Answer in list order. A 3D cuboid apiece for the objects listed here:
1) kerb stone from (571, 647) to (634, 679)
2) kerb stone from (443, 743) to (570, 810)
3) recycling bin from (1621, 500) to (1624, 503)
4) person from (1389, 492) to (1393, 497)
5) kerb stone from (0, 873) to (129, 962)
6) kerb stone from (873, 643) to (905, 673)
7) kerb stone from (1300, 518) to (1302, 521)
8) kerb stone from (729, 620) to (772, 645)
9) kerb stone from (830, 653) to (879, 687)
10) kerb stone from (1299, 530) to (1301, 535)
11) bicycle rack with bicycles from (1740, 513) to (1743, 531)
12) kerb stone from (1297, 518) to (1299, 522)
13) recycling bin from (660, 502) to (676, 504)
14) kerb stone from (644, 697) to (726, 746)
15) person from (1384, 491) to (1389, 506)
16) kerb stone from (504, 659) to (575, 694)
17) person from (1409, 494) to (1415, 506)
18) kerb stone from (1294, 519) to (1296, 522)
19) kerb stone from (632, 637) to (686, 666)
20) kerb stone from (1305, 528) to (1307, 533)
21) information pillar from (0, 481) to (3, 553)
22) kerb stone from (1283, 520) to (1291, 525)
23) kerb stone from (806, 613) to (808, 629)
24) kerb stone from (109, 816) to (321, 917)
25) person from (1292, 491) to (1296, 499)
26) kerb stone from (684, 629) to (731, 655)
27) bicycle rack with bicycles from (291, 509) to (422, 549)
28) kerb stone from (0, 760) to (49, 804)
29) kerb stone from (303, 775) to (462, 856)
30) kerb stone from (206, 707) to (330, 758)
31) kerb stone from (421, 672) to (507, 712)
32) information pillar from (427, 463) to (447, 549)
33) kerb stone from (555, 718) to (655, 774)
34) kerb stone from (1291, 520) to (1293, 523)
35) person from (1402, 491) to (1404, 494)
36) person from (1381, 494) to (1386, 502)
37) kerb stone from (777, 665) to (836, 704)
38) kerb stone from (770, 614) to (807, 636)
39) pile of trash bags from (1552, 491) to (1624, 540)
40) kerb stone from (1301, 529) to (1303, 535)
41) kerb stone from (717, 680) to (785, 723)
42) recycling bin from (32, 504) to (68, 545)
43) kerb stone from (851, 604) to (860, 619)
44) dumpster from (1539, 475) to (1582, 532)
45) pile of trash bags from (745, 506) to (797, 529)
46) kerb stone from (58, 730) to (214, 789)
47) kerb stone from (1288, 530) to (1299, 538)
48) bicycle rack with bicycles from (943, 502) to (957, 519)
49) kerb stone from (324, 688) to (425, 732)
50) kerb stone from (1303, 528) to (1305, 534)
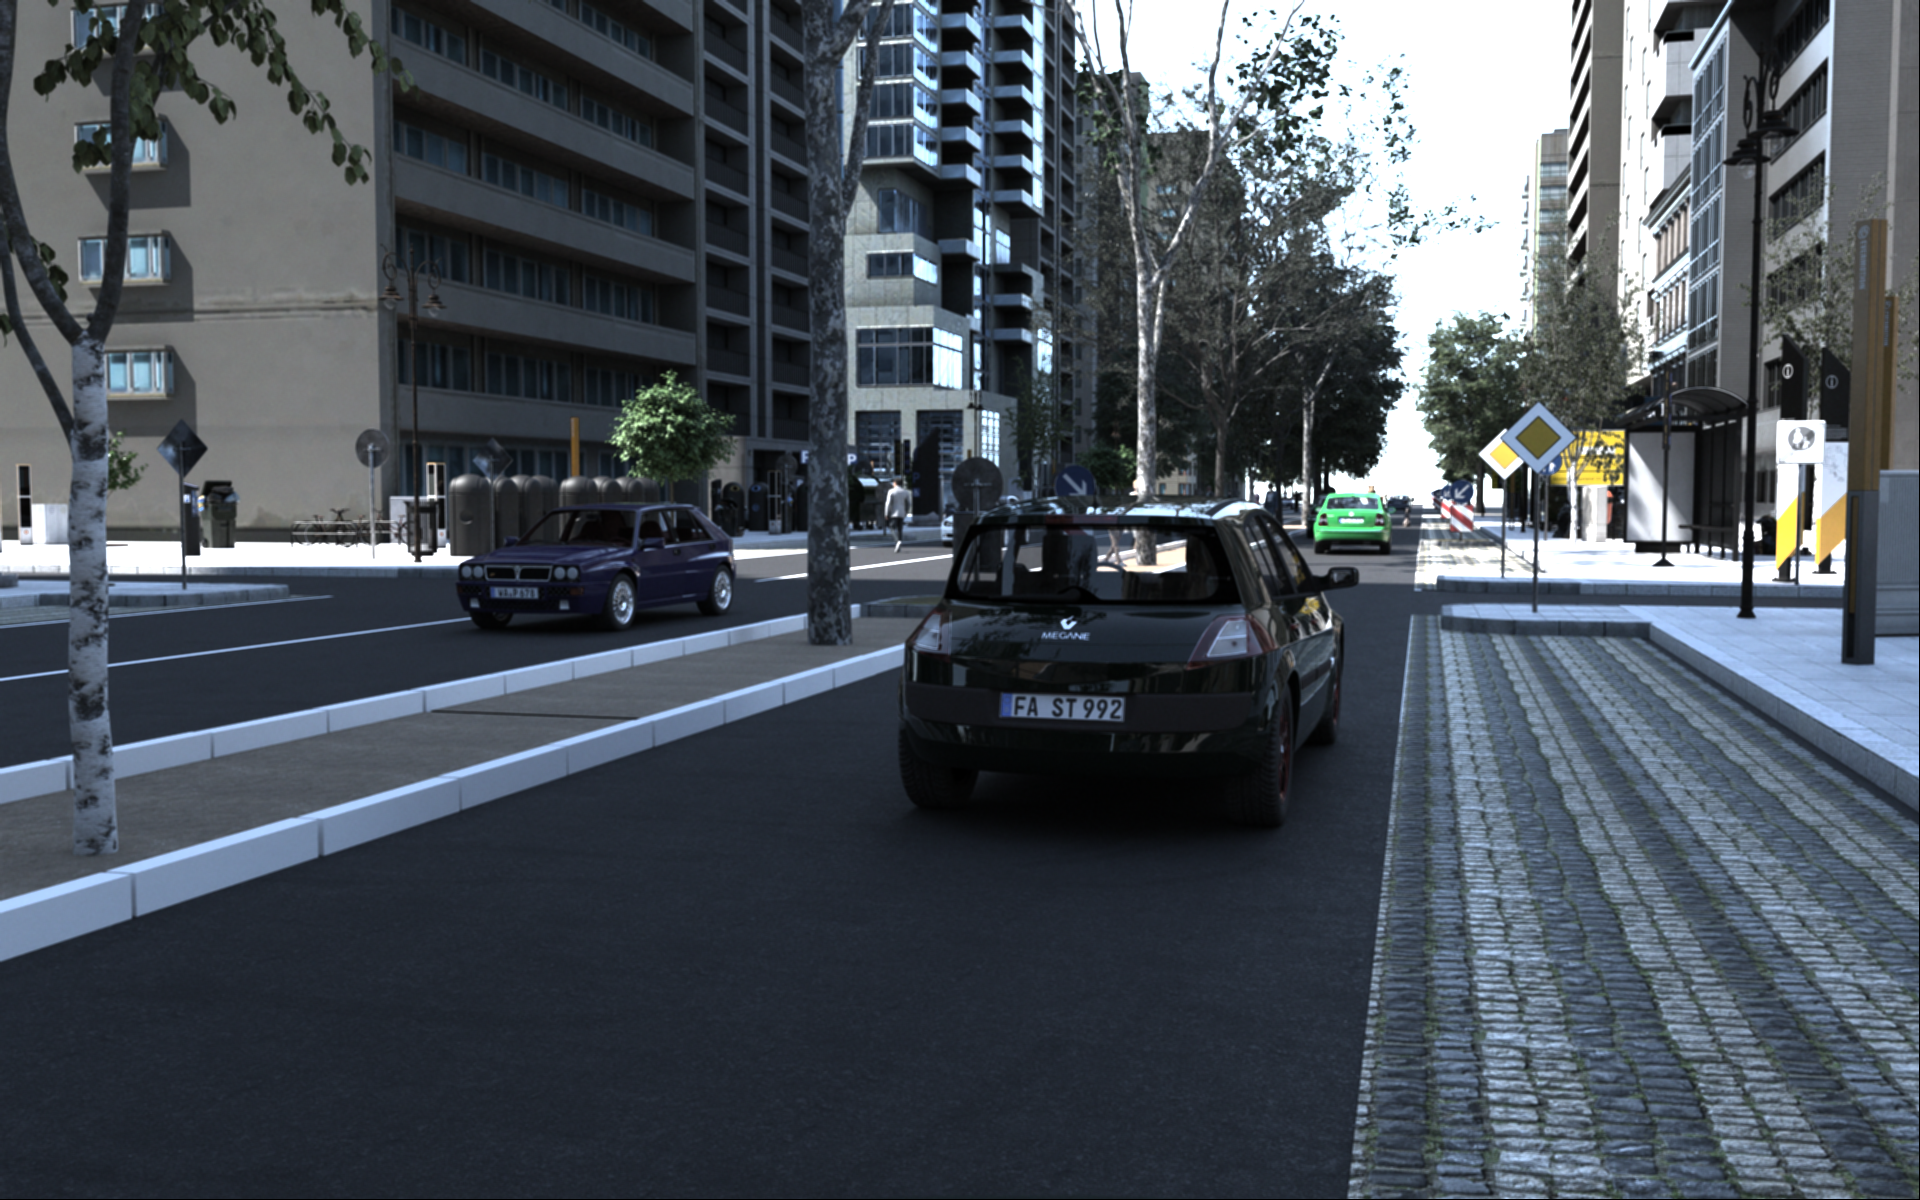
[{"bbox_3d":[-2.896,0.513,13.806,0.120,0.150,1.000,1,4,15],"label":"kerb stone"},{"bbox_3d":[-2.187,0.847,8.343,0.120,0.150,1.000,1,4,15],"label":"kerb stone"},{"bbox_3d":[30.288,-4.011,78.141,0.722,1.027,0.722,0,4,1],"label":"recycling bin"},{"bbox_3d":[46.939,-10.941,188.321,0.436,1.711,0.756,0,4,7],"label":"person"},{"bbox_3d":[-2.982,1.029,5.375,0.120,0.150,1.000,1,4,15],"label":"kerb stone"},{"bbox_3d":[-0.599,0.492,14.271,0.120,0.150,1.000,1,4,15],"label":"kerb stone"},{"bbox_3d":[17.447,-4.122,89.597,0.120,0.150,1.000,1,4,15],"label":"kerb stone"},{"bbox_3d":[-2.088,0.334,16.777,0.120,0.150,1.000,1,4,15],"label":"kerb stone"},{"bbox_3d":[-0.854,0.545,13.281,0.120,0.150,1.000,1,4,15],"label":"kerb stone"},{"bbox_3d":[11.500,-2.270,59.316,0.120,0.150,1.000,1,4,15],"label":"kerb stone"},{"bbox_3d":[26.114,-2.898,60.759,2.852,0.926,2.925,-1,4,-20],"label":"bicycle rack with bicycles"},{"bbox_3d":[16.918,-4.001,87.612,0.120,0.150,1.000,1,4,15],"label":"kerb stone"},{"bbox_3d":[-9.286,-2.519,53.742,0.722,1.027,0.722,1,4,18],"label":"recycling bin"},{"bbox_3d":[-1.658,0.728,10.319,0.120,0.150,1.000,1,4,15],"label":"kerb stone"},{"bbox_3d":[51.296,-12.211,208.674,0.721,1.766,1.217,-3,5,-40],"label":"person"},{"bbox_3d":[-3.159,0.574,12.815,0.120,0.150,1.000,1,4,15],"label":"kerb stone"},{"bbox_3d":[53.271,-11.784,204.355,0.799,1.438,0.628,1,4,15],"label":"person"},{"bbox_3d":[16.388,-3.879,85.634,0.120,0.150,1.000,1,4,15],"label":"kerb stone"},{"bbox_3d":[-2.626,0.453,14.797,0.120,0.150,1.000,1,4,15],"label":"kerb stone"},{"bbox_3d":[12.294,-2.452,62.280,0.120,0.150,1.000,1,4,15],"label":"kerb stone"},{"bbox_3d":[-20.975,-2.021,37.538,0.304,2.012,0.304,-3,5,-39],"label":"information pillar"},{"bbox_3d":[15.592,-3.698,82.661,0.120,0.150,1.000,1,4,15],"label":"kerb stone"},{"bbox_3d":[-1.550,0.210,18.757,0.120,0.150,1.000,1,4,15],"label":"kerb stone"},{"bbox_3d":[-2.719,0.968,6.363,0.120,0.150,1.000,1,4,15],"label":"kerb stone"},{"bbox_3d":[41.131,-12.482,212.577,1.348,1.824,0.705,3,4,37],"label":"person"},{"bbox_3d":[-2.361,0.395,15.788,0.120,0.150,1.000,1,4,15],"label":"kerb stone"},{"bbox_3d":[-14.917,-1.746,41.928,2.925,0.926,2.852,1,4,16],"label":"bicycle rack with bicycles"},{"bbox_3d":[-4.487,0.877,7.862,0.120,0.150,1.000,1,4,15],"label":"kerb stone"},{"bbox_3d":[-2.447,0.909,7.353,0.120,0.150,1.000,1,4,15],"label":"kerb stone"},{"bbox_3d":[-3.955,0.760,9.843,0.120,0.150,1.000,1,4,15],"label":"kerb stone"},{"bbox_3d":[-3.421,0.634,11.827,0.120,0.150,1.000,1,4,15],"label":"kerb stone"},{"bbox_3d":[-12.350,-2.226,40.892,0.304,2.012,0.304,2,4,32],"label":"information pillar"},{"bbox_3d":[-1.927,0.787,9.332,0.120,0.150,1.000,1,4,15],"label":"kerb stone"},{"bbox_3d":[15.853,-3.757,83.649,0.120,0.150,1.000,1,4,15],"label":"kerb stone"},{"bbox_3d":[65.127,-15.033,254.305,1.348,1.823,0.705,-1,4,-16],"label":"person"},{"bbox_3d":[48.679,-11.486,199.554,1.065,1.426,0.557,1,4,15],"label":"person"},{"bbox_3d":[-1.121,0.606,12.294,0.120,0.150,1.000,1,4,15],"label":"kerb stone"},{"bbox_3d":[-1.828,0.271,17.765,0.120,0.150,1.000,1,4,15],"label":"kerb stone"},{"bbox_3d":[18.116,-2.424,49.381,1.912,1.369,3.447,1,4,9],"label":"pile of trash bags"},{"bbox_3d":[11.762,-2.329,60.307,0.120,0.150,1.000,1,4,15],"label":"kerb stone"},{"bbox_3d":[-1.391,0.666,11.305,0.120,0.150,1.000,1,4,15],"label":"kerb stone"},{"bbox_3d":[-23.237,-1.928,44.079,0.722,1.027,0.722,1,4,19],"label":"recycling bin"},{"bbox_3d":[-1.300,0.156,19.749,0.120,0.150,1.000,1,4,15],"label":"kerb stone"},{"bbox_3d":[20.659,-3.496,59.646,1.502,2.255,1.985,1,4,15],"label":"dumpster"},{"bbox_3d":[-6.849,-3.333,64.246,1.912,1.369,3.447,3,4,38],"label":"pile of trash bags"},{"bbox_3d":[-4.217,0.816,8.848,0.120,0.150,1.000,1,4,15],"label":"kerb stone"},{"bbox_3d":[11.232,-2.208,58.329,0.120,0.150,1.000,1,4,15],"label":"kerb stone"},{"bbox_3d":[-1.173,-4.198,82.016,2.852,0.926,2.925,2,4,23],"label":"bicycle rack with bicycles"},{"bbox_3d":[-3.692,0.697,10.831,0.120,0.150,1.000,1,4,15],"label":"kerb stone"},{"bbox_3d":[12.025,-2.391,61.294,0.120,0.150,1.000,1,4,15],"label":"kerb stone"}]
